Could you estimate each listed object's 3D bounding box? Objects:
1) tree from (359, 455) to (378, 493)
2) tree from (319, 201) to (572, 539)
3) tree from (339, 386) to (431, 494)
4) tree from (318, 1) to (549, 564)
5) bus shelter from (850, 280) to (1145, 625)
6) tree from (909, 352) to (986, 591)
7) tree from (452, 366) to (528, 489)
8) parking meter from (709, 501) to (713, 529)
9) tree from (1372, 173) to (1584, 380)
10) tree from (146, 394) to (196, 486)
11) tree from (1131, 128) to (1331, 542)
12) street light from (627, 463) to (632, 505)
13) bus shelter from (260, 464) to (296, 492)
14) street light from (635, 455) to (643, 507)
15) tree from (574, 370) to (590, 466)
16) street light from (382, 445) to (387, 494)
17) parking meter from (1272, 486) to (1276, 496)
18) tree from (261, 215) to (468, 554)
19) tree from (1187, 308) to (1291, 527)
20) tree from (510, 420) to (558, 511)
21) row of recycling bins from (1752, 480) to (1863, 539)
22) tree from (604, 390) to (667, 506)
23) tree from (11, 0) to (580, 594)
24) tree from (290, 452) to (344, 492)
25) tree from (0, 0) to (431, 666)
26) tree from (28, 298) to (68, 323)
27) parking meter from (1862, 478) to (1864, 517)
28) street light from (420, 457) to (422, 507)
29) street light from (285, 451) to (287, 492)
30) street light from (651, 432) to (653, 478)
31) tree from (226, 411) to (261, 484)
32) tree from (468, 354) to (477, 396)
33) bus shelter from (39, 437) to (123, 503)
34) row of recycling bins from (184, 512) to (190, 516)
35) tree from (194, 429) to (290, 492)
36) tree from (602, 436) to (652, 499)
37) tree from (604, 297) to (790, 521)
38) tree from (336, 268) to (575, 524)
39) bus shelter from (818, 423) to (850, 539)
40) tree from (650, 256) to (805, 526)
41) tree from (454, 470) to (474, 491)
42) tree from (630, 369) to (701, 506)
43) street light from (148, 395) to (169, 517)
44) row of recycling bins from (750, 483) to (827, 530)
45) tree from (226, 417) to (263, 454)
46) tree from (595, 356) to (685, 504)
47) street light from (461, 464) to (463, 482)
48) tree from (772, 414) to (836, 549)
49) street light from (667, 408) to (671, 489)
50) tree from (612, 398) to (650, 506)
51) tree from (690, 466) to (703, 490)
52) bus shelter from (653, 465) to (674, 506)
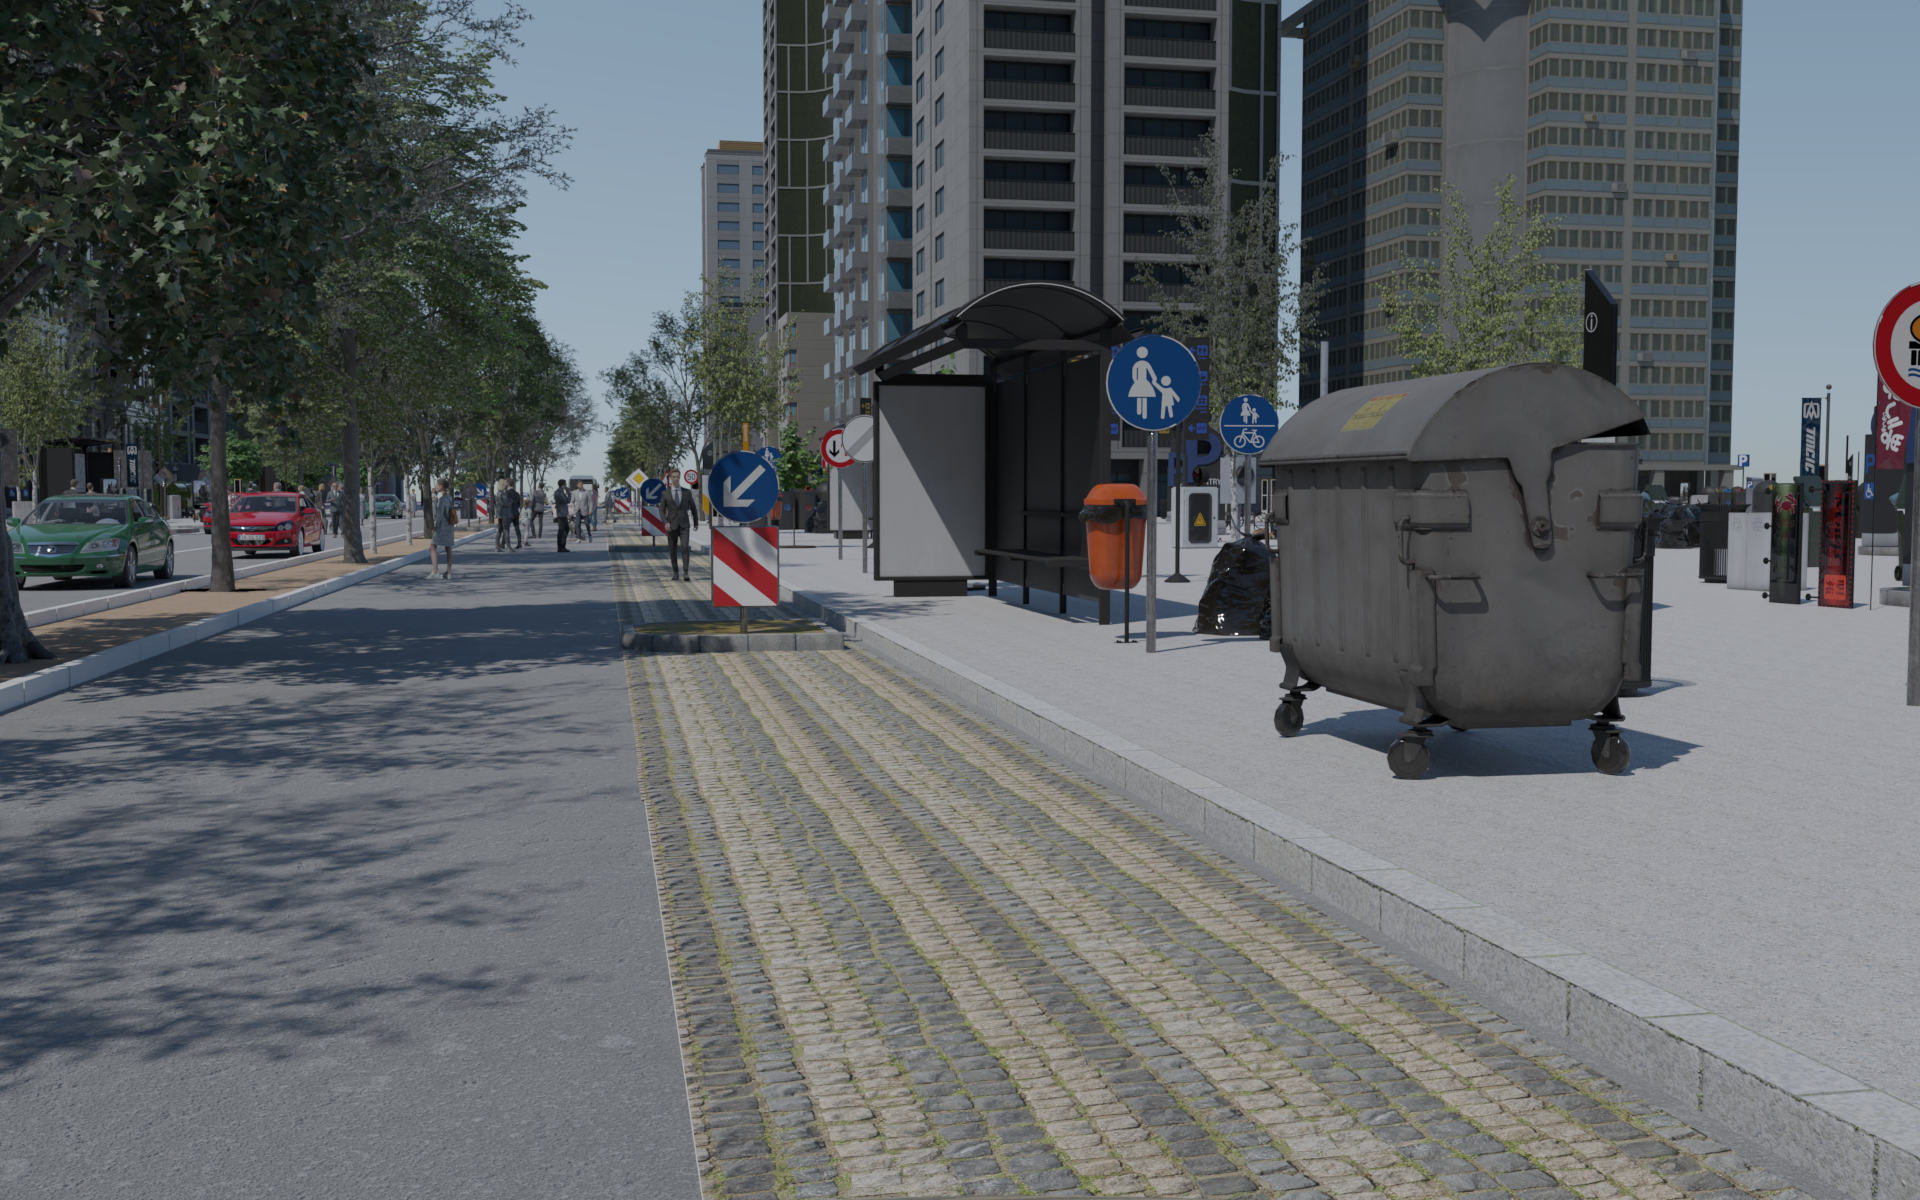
[{"bbox_3d":[-46.473,-9.149,133.297,4.285,4.588,4.351,0,3,0],"label":"tree"},{"bbox_3d":[-16.976,-7.739,54.741,9.928,11.665,9.643,0,3,0],"label":"tree"},{"bbox_3d":[-51.187,-15.129,154.010,9.857,13.997,8.962,0,3,0],"label":"tree"},{"bbox_3d":[-12.272,-6.988,34.835,7.486,12.596,7.792,0,3,0],"label":"tree"},{"bbox_3d":[0.216,-1.542,19.128,2.014,3.302,5.546,-1,4,-12],"label":"bus shelter"},{"bbox_3d":[-0.119,-1.743,23.098,1.663,3.219,1.824,0,3,0],"label":"tree"},{"bbox_3d":[-22.875,-8.036,84.209,4.737,8.622,4.395,0,3,0],"label":"tree"},{"bbox_3d":[-8.972,-3.524,63.330,0.399,1.863,0.255,0,4,1],"label":"parking meter"},{"bbox_3d":[11.745,-5.447,39.425,4.737,8.622,4.395,0,3,0],"label":"tree"},{"bbox_3d":[-50.275,-9.671,108.483,4.737,8.622,4.395,0,3,0],"label":"tree"},{"bbox_3d":[5.546,-5.171,34.905,4.360,8.622,3.978,0,3,0],"label":"tree"},{"bbox_3d":[-37.050,-13.593,195.024,0.468,5.910,1.993,-1,4,-12],"label":"street light"},{"bbox_3d":[-47.962,-8.018,122.379,1.731,3.624,6.357,-1,4,-12],"label":"bus shelter"},{"bbox_3d":[-30.964,-11.830,166.200,0.468,5.910,1.993,-1,4,-12],"label":"street light"},{"bbox_3d":[-21.258,-8.638,78.094,8.767,10.594,7.601,-1,4,-12],"label":"tree"},{"bbox_3d":[-48.753,-10.650,146.922,0.468,5.910,1.993,-1,4,-12],"label":"street light"},{"bbox_3d":[10.158,-2.870,55.338,0.372,1.533,0.369,0,3,0],"label":"parking meter"},{"bbox_3d":[-13.900,-5.378,40.758,4.360,8.622,3.978,0,3,0],"label":"tree"},{"bbox_3d":[10.582,-7.151,67.275,4.737,8.622,4.395,0,3,0],"label":"tree"},{"bbox_3d":[-31.055,-10.543,125.202,4.360,8.622,3.978,0,3,0],"label":"tree"},{"bbox_3d":[25.087,-2.661,50.626,3.534,1.692,1.069,2,4,25],"label":"row of recycling bins"},{"bbox_3d":[-34.498,-16.464,187.308,7.486,12.596,7.792,0,3,0],"label":"tree"},{"bbox_3d":[-10.849,-6.865,25.062,12.009,13.543,11.850,0,3,0],"label":"tree"},{"bbox_3d":[-42.476,-7.871,112.406,4.285,4.588,4.351,0,3,0],"label":"tree"},{"bbox_3d":[-8.277,-5.798,14.268,9.611,12.733,9.660,0,3,0],"label":"tree"},{"bbox_3d":[-30.824,-6.570,57.777,4.737,8.622,4.395,0,3,0],"label":"tree"},{"bbox_3d":[24.914,-2.548,47.369,0.255,1.863,0.399,-2,4,-26],"label":"parking meter"},{"bbox_3d":[-54.782,-12.428,175.992,0.468,5.910,1.993,-1,4,-12],"label":"street light"},{"bbox_3d":[-39.060,-7.801,100.327,0.468,5.910,1.993,-1,4,-12],"label":"street light"},{"bbox_3d":[-21.305,-8.992,119.805,0.468,5.910,1.993,-1,4,-12],"label":"street light"},{"bbox_3d":[-53.985,-11.066,131.286,4.360,8.622,3.978,0,3,0],"label":"tree"},{"bbox_3d":[-15.261,-5.804,47.718,4.360,8.622,3.978,0,3,0],"label":"tree"},{"bbox_3d":[-37.373,-5.045,73.773,1.731,3.624,6.357,-1,4,-12],"label":"bus shelter"},{"bbox_3d":[-44.255,-5.770,101.455,1.069,1.692,3.534,0,4,7],"label":"row of recycling bins"},{"bbox_3d":[-36.760,-6.340,87.373,4.285,4.588,4.351,0,3,0],"label":"tree"},{"bbox_3d":[-56.712,-23.189,296.146,9.611,12.733,9.660,0,3,0],"label":"tree"},{"bbox_3d":[-12.238,-9.005,81.650,8.767,10.594,7.601,-1,4,-20],"label":"tree"},{"bbox_3d":[-18.825,-7.743,63.470,8.767,10.594,7.601,-1,4,-12],"label":"tree"},{"bbox_3d":[-2.479,-3.233,46.781,2.014,3.302,5.546,-1,4,-12],"label":"bus shelter"},{"bbox_3d":[-7.096,-6.380,54.682,4.737,8.622,4.395,0,3,0],"label":"tree"},{"bbox_3d":[-69.117,-15.742,241.101,4.285,4.588,4.351,0,3,0],"label":"tree"},{"bbox_3d":[-17.644,-9.340,103.073,4.360,8.622,3.978,0,3,0],"label":"tree"},{"bbox_3d":[-33.092,-6.047,71.657,0.468,5.910,1.993,-1,4,-12],"label":"street light"},{"bbox_3d":[-5.994,-3.370,62.217,3.534,1.692,1.069,-2,4,-32],"label":"row of recycling bins"},{"bbox_3d":[-57.818,-11.606,140.114,4.737,8.622,4.395,0,3,0],"label":"tree"},{"bbox_3d":[-43.117,-23.168,234.688,12.611,20.169,13.585,0,3,0],"label":"tree"},{"bbox_3d":[-65.509,-15.612,228.046,0.468,5.910,1.993,-1,4,-12],"label":"street light"},{"bbox_3d":[-3.998,-2.841,41.056,1.663,3.219,1.824,0,3,0],"label":"tree"},{"bbox_3d":[-15.342,-7.238,91.133,0.468,5.910,1.993,-1,4,-12],"label":"street light"},{"bbox_3d":[-23.257,-10.973,129.769,4.737,8.622,4.395,0,3,0],"label":"tree"},{"bbox_3d":[-16.256,-6.956,108.336,1.663,3.219,1.824,0,3,0],"label":"tree"},{"bbox_3d":[-24.282,-9.197,141.652,1.731,3.624,6.357,-1,4,-12],"label":"bus shelter"}]
